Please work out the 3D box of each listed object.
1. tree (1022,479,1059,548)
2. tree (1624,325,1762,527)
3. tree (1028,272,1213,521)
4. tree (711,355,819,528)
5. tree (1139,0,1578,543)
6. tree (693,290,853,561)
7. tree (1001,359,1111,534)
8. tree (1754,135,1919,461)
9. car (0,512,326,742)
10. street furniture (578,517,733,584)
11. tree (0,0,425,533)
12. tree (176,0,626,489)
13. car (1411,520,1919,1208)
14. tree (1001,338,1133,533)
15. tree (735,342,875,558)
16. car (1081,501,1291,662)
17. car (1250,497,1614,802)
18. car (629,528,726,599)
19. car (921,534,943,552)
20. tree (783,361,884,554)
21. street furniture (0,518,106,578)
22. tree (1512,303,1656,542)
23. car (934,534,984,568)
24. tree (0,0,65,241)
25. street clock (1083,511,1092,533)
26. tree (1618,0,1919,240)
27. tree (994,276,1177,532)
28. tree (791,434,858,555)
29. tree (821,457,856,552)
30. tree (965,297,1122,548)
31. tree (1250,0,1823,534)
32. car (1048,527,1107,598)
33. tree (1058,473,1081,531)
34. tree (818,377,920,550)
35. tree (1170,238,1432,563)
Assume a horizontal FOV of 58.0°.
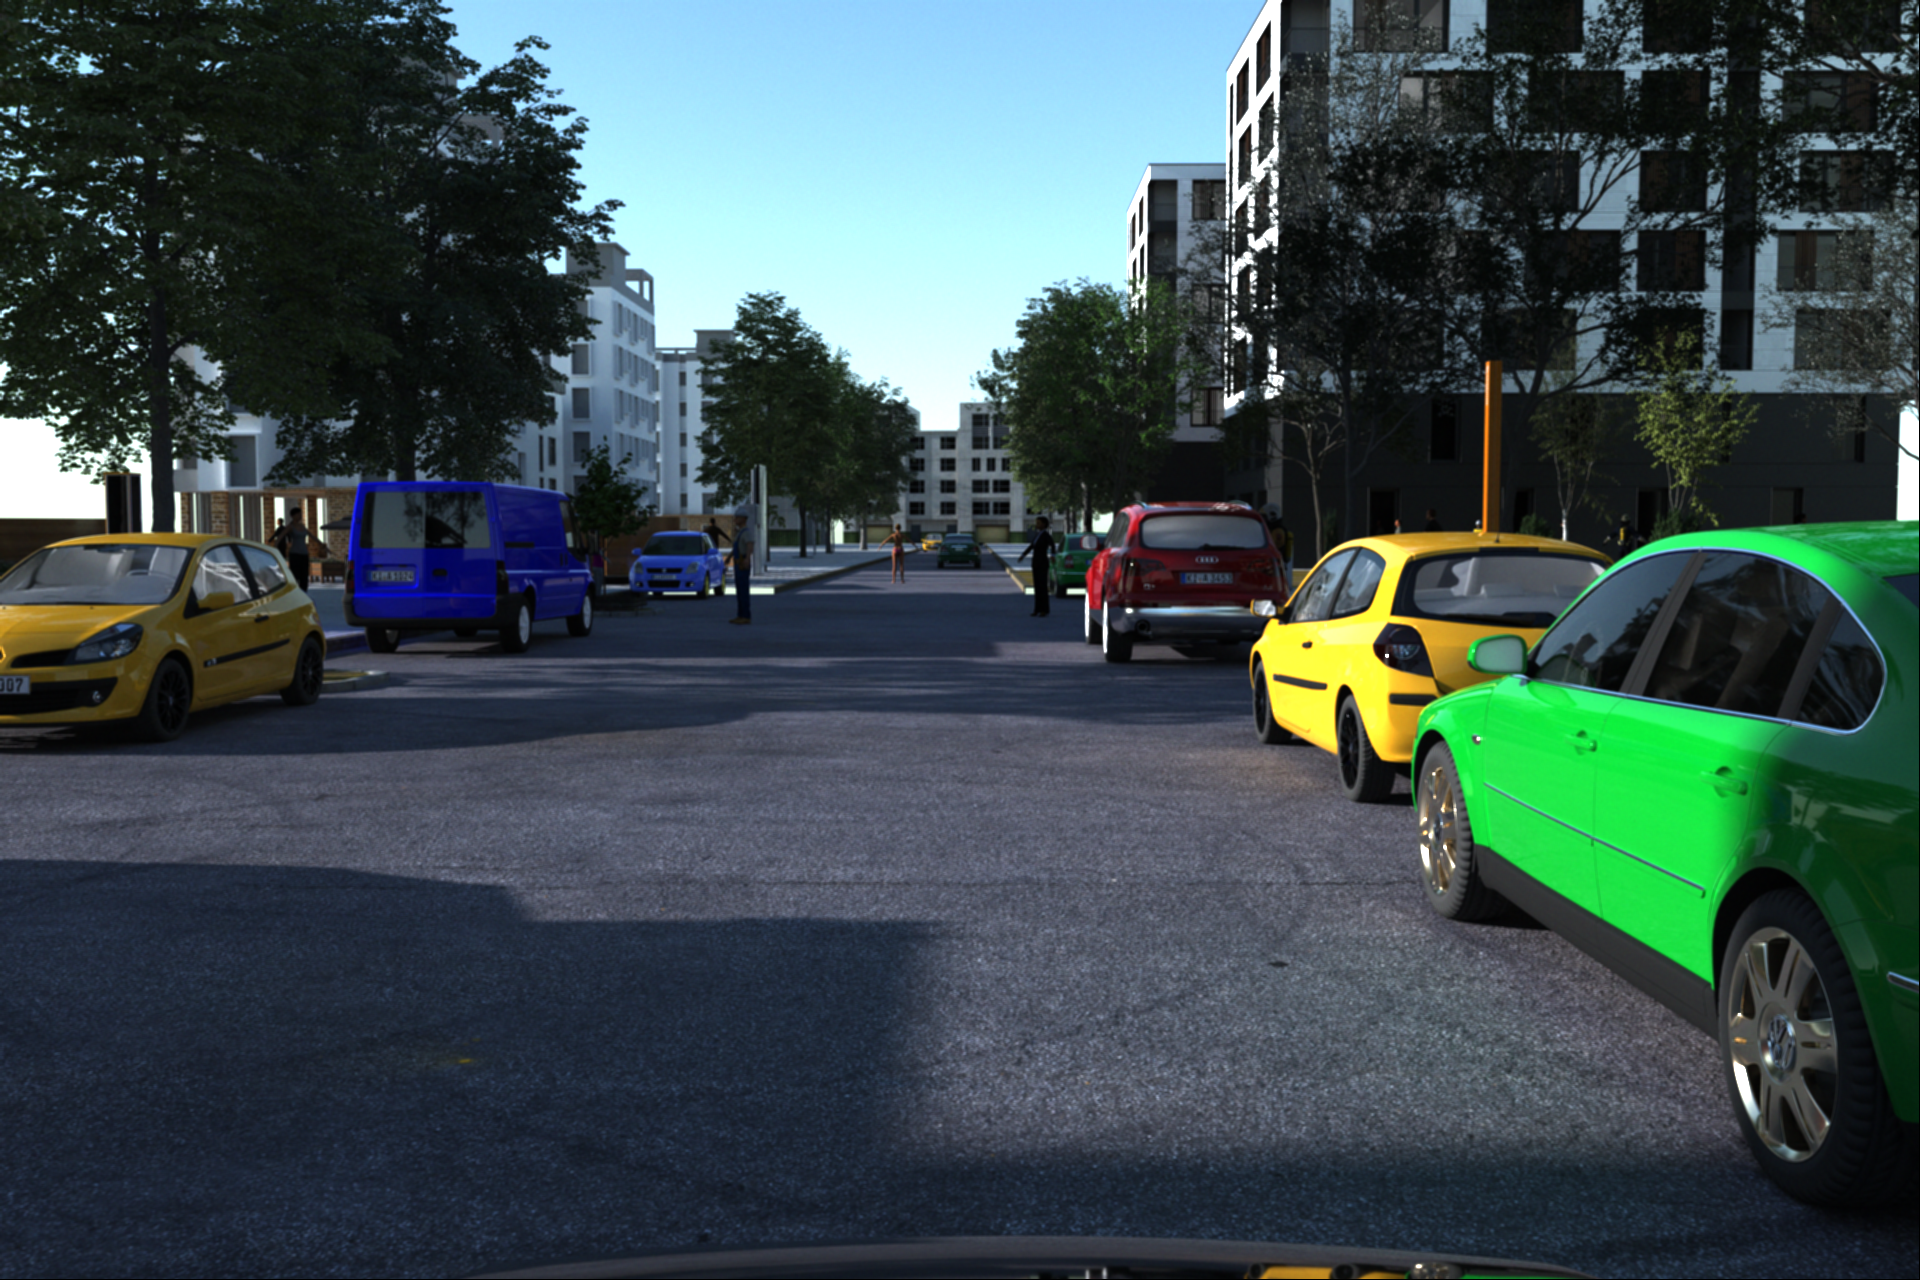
[{"bbox_3d":[6.696,-10.911,128.758,4.737,8.622,4.395,0,3,0],"label":"tree"},{"bbox_3d":[24.682,-6.656,59.195,4.737,8.622,4.395,0,3,0],"label":"tree"},{"bbox_3d":[6.307,-8.716,68.255,9.928,11.665,9.643,0,3,0],"label":"tree"},{"bbox_3d":[-8.305,-7.434,71.903,4.737,8.622,4.395,0,3,0],"label":"tree"},{"bbox_3d":[9.125,-7.907,39.658,12.009,13.543,11.850,0,3,0],"label":"tree"},{"bbox_3d":[-8.748,-9.973,81.186,7.486,12.596,7.792,0,3,0],"label":"tree"},{"bbox_3d":[6.265,-11.591,107.644,7.486,12.596,7.792,0,3,0],"label":"tree"},{"bbox_3d":[28.355,-8.516,49.614,12.009,13.543,11.850,0,3,0],"label":"tree"},{"bbox_3d":[-6.274,-0.178,13.133,2.015,1.641,3.980,0,3,0],"label":"car"},{"bbox_3d":[-9.140,-2.494,47.639,9.812,1.723,11.010,-1,4,-15],"label":"street furniture"},{"bbox_3d":[-12.265,-6.627,26.481,7.486,12.596,7.792,0,3,0],"label":"tree"},{"bbox_3d":[-12.334,-8.054,38.344,9.857,13.997,8.962,0,3,0],"label":"tree"},{"bbox_3d":[2.649,0.228,5.064,1.959,1.807,4.718,0,3,0],"label":"car"},{"bbox_3d":[5.968,-10.967,97.440,7.486,12.596,7.792,0,3,0],"label":"tree"},{"bbox_3d":[-8.512,-10.292,94.029,9.928,11.665,9.643,0,3,0],"label":"tree"},{"bbox_3d":[2.636,-0.748,20.903,2.281,1.827,5.304,0,4,0],"label":"car"},{"bbox_3d":[2.900,-0.028,10.680,2.015,1.641,3.980,0,4,-1],"label":"car"},{"bbox_3d":[-6.358,-1.807,39.128,1.945,1.707,3.694,0,4,1],"label":"car"},{"bbox_3d":[-2.049,-7.824,138.142,2.015,1.641,3.980,0,4,1],"label":"car"},{"bbox_3d":[-8.627,-11.924,113.082,7.486,12.596,7.792,0,3,0],"label":"tree"},{"bbox_3d":[-28.164,-2.566,48.809,11.010,1.723,9.812,3,5,45],"label":"street furniture"},{"bbox_3d":[18.882,-6.342,54.056,4.360,8.622,3.978,0,3,0],"label":"tree"},{"bbox_3d":[-0.037,-3.778,73.569,2.131,1.459,4.920,0,3,0],"label":"car"},{"bbox_3d":[-11.941,-5.957,15.524,7.486,12.596,7.792,0,3,0],"label":"tree"},{"bbox_3d":[4.047,-3.066,54.699,0.358,2.002,0.471,0,4,-1],"label":"street clock"},{"bbox_3d":[8.571,-4.793,12.771,7.601,10.594,8.767,-3,5,-41],"label":"tree"},{"bbox_3d":[6.408,-10.950,85.685,9.857,13.997,8.962,0,3,0],"label":"tree"},{"bbox_3d":[-9.042,-9.453,104.919,4.360,8.622,3.978,0,3,0],"label":"tree"},{"bbox_3d":[-8.892,-10.418,120.689,4.737,8.622,4.395,0,3,0],"label":"tree"},{"bbox_3d":[6.743,-17.383,140.106,12.611,20.169,13.585,0,3,0],"label":"tree"},{"bbox_3d":[9.000,-5.736,28.188,8.767,10.594,7.601,0,4,-2],"label":"tree"},{"bbox_3d":[3.007,-1.917,40.144,1.959,1.807,4.718,0,4,-1],"label":"car"},{"bbox_3d":[7.146,-10.040,114.511,4.360,8.622,3.978,0,3,0],"label":"tree"},{"bbox_3d":[-7.897,-14.255,139.720,9.857,13.997,8.962,0,3,0],"label":"tree"},{"bbox_3d":[10.844,-7.238,52.758,8.767,10.594,7.601,-3,5,-43],"label":"tree"}]
